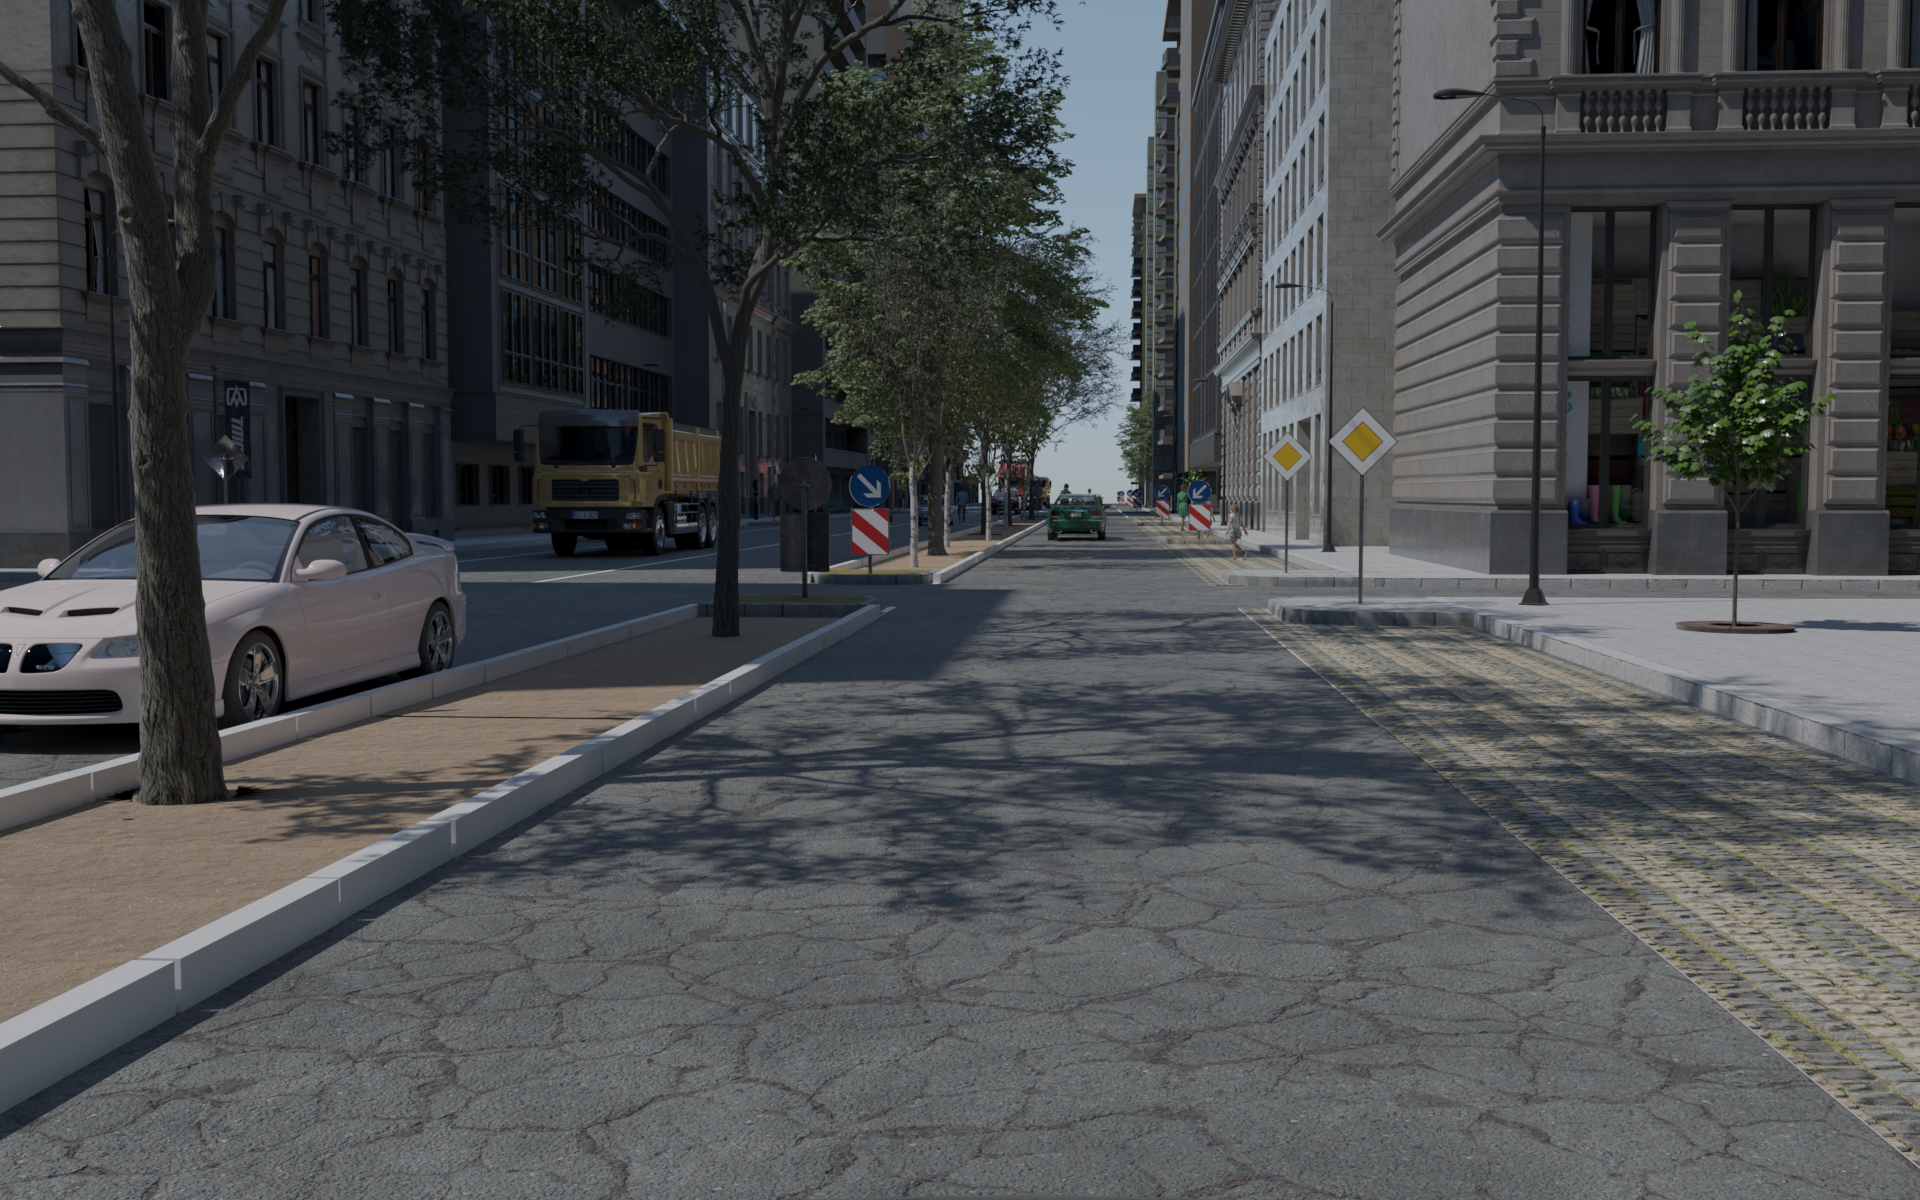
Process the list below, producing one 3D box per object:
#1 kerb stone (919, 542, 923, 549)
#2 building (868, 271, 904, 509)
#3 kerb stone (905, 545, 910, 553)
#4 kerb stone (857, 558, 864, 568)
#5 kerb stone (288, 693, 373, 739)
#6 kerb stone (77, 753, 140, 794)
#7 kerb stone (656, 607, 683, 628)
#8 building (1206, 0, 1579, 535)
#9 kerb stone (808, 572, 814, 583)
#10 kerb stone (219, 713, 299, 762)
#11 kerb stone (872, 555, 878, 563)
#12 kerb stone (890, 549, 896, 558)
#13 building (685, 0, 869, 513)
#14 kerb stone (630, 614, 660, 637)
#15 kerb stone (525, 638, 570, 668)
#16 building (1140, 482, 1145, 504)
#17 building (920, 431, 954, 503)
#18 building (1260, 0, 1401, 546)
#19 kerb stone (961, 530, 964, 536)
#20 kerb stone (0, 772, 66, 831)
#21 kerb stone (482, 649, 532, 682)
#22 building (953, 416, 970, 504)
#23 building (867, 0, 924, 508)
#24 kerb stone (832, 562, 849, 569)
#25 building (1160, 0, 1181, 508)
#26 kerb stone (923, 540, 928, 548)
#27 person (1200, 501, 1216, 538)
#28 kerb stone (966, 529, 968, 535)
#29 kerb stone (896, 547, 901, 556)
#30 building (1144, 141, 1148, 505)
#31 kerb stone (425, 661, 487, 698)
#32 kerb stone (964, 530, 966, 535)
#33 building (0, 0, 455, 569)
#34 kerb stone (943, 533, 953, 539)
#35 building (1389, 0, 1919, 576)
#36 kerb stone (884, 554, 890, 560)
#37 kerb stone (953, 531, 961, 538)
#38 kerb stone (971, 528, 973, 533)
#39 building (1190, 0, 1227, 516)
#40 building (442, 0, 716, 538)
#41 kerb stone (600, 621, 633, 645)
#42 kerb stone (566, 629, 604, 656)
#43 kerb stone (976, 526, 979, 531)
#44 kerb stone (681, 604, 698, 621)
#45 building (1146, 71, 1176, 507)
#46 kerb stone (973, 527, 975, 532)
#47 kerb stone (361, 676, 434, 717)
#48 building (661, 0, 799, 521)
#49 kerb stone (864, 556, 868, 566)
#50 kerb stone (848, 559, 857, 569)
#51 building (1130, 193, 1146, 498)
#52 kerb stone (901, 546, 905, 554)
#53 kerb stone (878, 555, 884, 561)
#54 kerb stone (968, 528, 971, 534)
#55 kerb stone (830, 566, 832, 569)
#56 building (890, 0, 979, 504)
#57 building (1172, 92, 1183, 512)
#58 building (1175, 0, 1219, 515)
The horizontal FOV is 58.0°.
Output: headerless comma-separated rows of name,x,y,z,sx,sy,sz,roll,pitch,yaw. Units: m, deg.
kerb stone,-1.123,-1.382,44.786,0.120,0.150,1.000,0,4,5
building,-19.948,-18.143,141.678,27.650,21.520,28.899,0,4,5
kerb stone,-1.368,-1.194,41.730,0.120,0.150,1.000,0,4,5
kerb stone,-2.027,-0.693,33.528,0.120,0.150,1.000,0,4,5
kerb stone,-3.861,0.714,10.550,0.120,0.150,1.000,0,4,5
kerb stone,-4.026,0.840,8.508,0.120,0.150,1.000,0,4,5
kerb stone,-3.199,0.212,18.725,0.120,0.150,1.000,0,4,5
building,15.876,-14.663,68.616,11.050,23.489,19.941,0,4,5
kerb stone,-2.433,-0.379,28.400,0.120,0.150,1.000,0,4,5
kerb stone,-3.939,0.775,9.527,0.120,0.150,1.000,0,4,5
kerb stone,-1.853,-0.819,35.581,0.120,0.150,1.000,0,4,5
kerb stone,-1.613,-1.006,38.649,0.120,0.150,1.000,0,4,5
building,-18.101,-30.075,115.424,21.300,48.544,21.600,0,4,5
kerb stone,-3.281,0.275,17.697,0.120,0.150,1.000,0,4,5
kerb stone,-3.532,0.463,14.632,0.120,0.150,1.000,0,4,5
building,39.151,-32.236,218.939,32.217,40.220,23.993,0,4,5
building,-8.267,-25.905,195.250,14.160,30.474,14.107,0,4,5
building,14.781,-11.938,49.942,10.420,20.320,16.860,0,4,5
kerb stone,-0.060,-2.195,58.081,0.120,0.150,1.000,0,4,5
kerb stone,-4.104,0.900,7.489,0.120,0.150,1.000,0,4,5
kerb stone,-3.608,0.527,13.609,0.120,0.150,1.000,0,4,5
building,-10.295,-34.413,217.278,22.147,44.769,28.867,0,4,5
building,-10.948,-31.297,161.812,14.600,45.320,14.200,0,4,5
kerb stone,-2.191,-0.567,31.470,0.120,0.150,1.000,0,4,5
building,28.354,-30.172,147.943,22.147,44.769,28.867,0,4,5
kerb stone,-0.954,-1.505,46.831,0.120,0.150,1.000,0,4,5
person,7.771,-2.495,54.306,0.505,1.210,0.382,-2,4,-35
kerb stone,0.100,-2.319,60.119,0.120,0.150,1.000,0,4,5
kerb stone,-1.527,-1.069,39.674,0.120,0.150,1.000,0,4,5
building,28.495,-31.613,200.473,14.154,41.232,14.086,0,4,5
kerb stone,-3.695,0.587,12.591,0.120,0.150,1.000,0,4,5
kerb stone,0.015,-2.257,59.100,0.120,0.150,1.000,0,4,5
building,-19.210,-11.568,38.284,9.793,20.994,18.267,0,4,5
kerb stone,-0.386,-1.942,53.985,0.120,0.150,1.000,0,4,5
building,18.017,-12.355,30.886,19.941,23.489,11.050,0,4,5
kerb stone,-1.696,-0.944,37.625,0.120,0.150,1.000,0,4,5
kerb stone,-0.144,-2.133,57.062,0.120,0.150,1.000,0,4,5
kerb stone,0.272,-2.445,62.173,0.120,0.150,1.000,0,4,5
building,19.798,-18.147,90.203,14.314,27.812,24.014,0,4,5
building,-18.977,-14.880,62.347,14.314,24.678,30.058,0,4,5
kerb stone,-3.371,0.339,16.679,0.120,0.150,1.000,0,4,5
kerb stone,-3.447,0.400,15.654,0.120,0.150,1.000,0,4,5
kerb stone,0.513,-2.631,65.232,0.120,0.150,1.000,0,4,5
kerb stone,-3.127,0.152,19.745,0.120,0.150,1.000,0,4,5
building,26.033,-29.790,170.667,14.154,41.232,14.086,0,4,5
kerb stone,0.346,-2.508,63.195,0.120,0.150,1.000,0,4,5
kerb stone,-3.779,0.650,11.569,0.120,0.150,1.000,0,4,5
building,-16.492,-17.929,90.397,12.463,27.353,25.104,0,4,5
kerb stone,-1.935,-0.754,34.552,0.120,0.150,1.000,0,4,5
kerb stone,-2.107,-0.630,32.506,0.120,0.150,1.000,0,4,5
building,35.399,-36.181,246.181,22.147,44.769,28.867,0,4,5
kerb stone,-1.456,-1.132,40.702,0.120,0.150,1.000,0,4,5
kerb stone,-1.778,-0.879,36.607,0.120,0.150,1.000,0,4,5
kerb stone,0.192,-2.382,61.142,0.120,0.150,1.000,0,4,5
kerb stone,-2.347,-0.442,29.422,0.120,0.150,1.000,0,4,5
building,-7.819,-49.129,241.514,20.563,71.187,20.611,0,4,5
building,22.687,-21.750,127.315,14.160,30.474,14.107,0,4,5
building,21.581,-28.298,112.777,14.600,45.320,14.200,0,4,5
